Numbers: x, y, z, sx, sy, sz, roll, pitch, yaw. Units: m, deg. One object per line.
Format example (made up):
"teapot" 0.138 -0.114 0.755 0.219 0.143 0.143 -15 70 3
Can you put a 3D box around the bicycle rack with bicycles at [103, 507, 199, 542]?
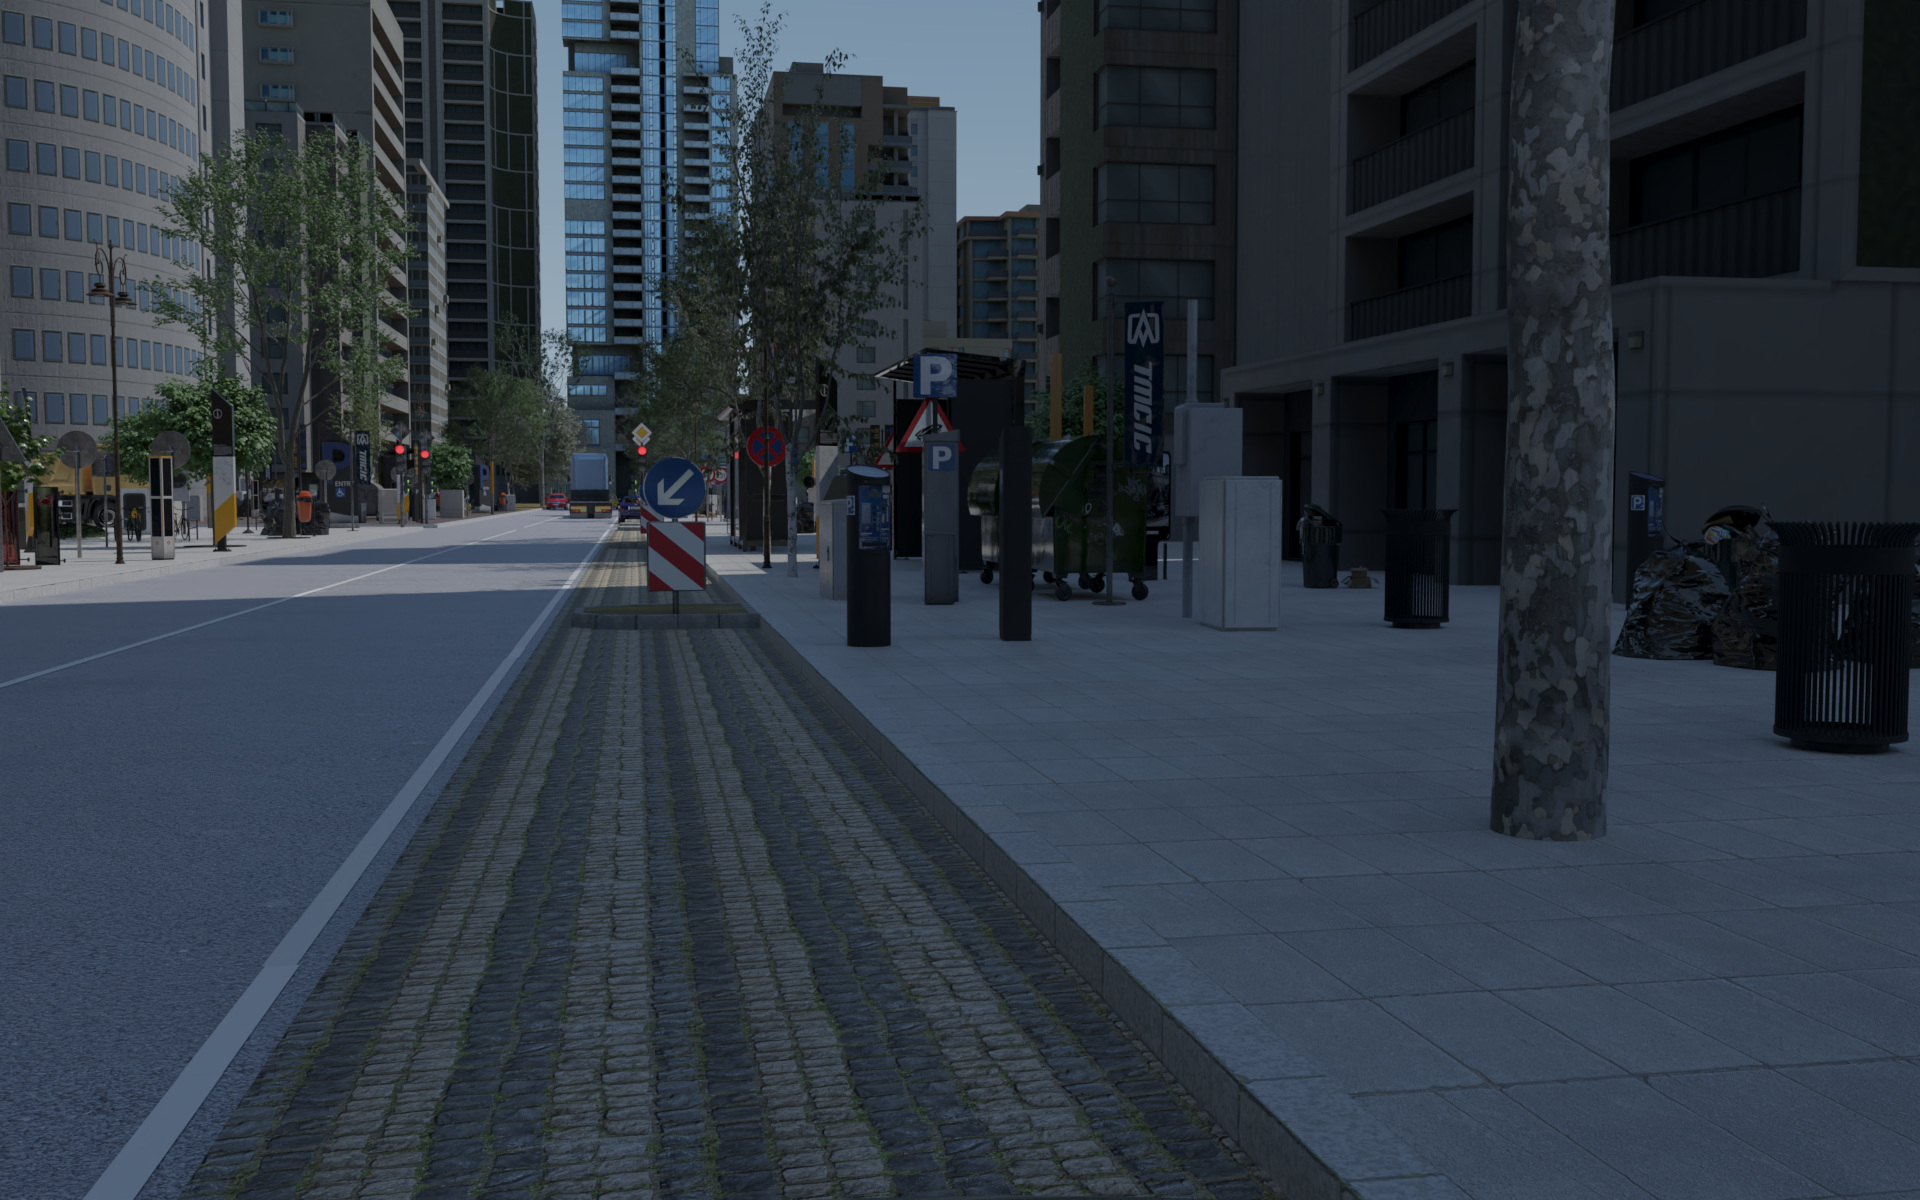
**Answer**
"bicycle rack with bicycles" -22.113 -2.081 47.398 2.852 0.926 2.925 -1 4 -16

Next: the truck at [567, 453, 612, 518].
"truck" -23.292 -7.293 108.997 2.967 4.110 18.799 -1 4 -12

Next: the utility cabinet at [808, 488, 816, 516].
"utility cabinet" -4.923 -3.330 63.119 1.173 1.500 0.318 1 4 18

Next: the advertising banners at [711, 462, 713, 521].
"advertising banners" -11.948 -5.332 83.364 0.090 3.025 2.074 -1 4 -8

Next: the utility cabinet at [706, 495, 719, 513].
"utility cabinet" -15.651 -6.021 109.602 0.306 1.237 1.020 2 4 24

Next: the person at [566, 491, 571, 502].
"person" -43.330 -11.265 192.689 1.348 1.823 0.705 1 4 10

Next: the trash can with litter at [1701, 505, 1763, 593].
"trash can with litter" 7.644 -0.372 17.477 0.624 1.170 1.055 0 4 2

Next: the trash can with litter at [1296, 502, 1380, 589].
"trash can with litter" 5.166 -0.753 23.691 1.055 1.170 0.624 0 4 1

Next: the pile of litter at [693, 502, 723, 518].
"pile of litter" -13.749 -4.909 94.226 1.719 0.858 1.176 2 4 33

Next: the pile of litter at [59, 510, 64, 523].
"pile of litter" -30.304 -2.724 58.506 1.176 0.858 1.719 -1 4 -23

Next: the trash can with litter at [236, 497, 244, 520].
"trash can with litter" -36.315 -4.553 85.495 1.678 1.210 2.233 2 4 30

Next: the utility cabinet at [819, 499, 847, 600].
"utility cabinet" -1.526 -0.625 21.376 0.306 1.237 1.020 -1 4 -14

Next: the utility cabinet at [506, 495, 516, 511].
"utility cabinet" -33.685 -7.215 129.125 1.020 1.237 0.306 -1 4 -22

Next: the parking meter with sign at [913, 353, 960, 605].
"parking meter with sign" -0.260 -1.498 20.753 0.543 3.016 1.738 0 4 -3

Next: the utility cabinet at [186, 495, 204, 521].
"utility cabinet" -36.219 -4.313 81.681 1.020 1.237 0.306 1 4 11

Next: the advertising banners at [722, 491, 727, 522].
"advertising banners" -10.608 -5.118 79.871 0.090 3.025 2.074 -2 4 -25

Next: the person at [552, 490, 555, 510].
"person" -37.585 -9.278 160.175 0.705 1.826 1.348 0 4 -8

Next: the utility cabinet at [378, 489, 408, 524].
"utility cabinet" -24.428 -4.036 74.668 1.173 1.500 0.318 -3 5 -43

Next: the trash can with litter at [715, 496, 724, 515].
"trash can with litter" -14.414 -5.708 104.718 0.624 1.170 1.055 1 4 15

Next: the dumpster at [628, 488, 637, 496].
"dumpster" -41.949 -13.410 224.203 1.985 2.255 1.502 -1 4 -9

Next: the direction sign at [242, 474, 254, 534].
"direction sign" -23.222 -3.939 56.401 0.379 3.537 0.876 -2 4 -29

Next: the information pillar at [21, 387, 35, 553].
"information pillar" -20.347 -2.841 37.807 0.183 3.616 0.504 -3 4 -38

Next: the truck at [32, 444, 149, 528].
"truck" -35.019 -4.364 67.274 9.791 3.379 3.469 -1 4 -10

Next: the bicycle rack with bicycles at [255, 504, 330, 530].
"bicycle rack with bicycles" -23.743 -2.935 61.364 2.852 0.926 2.925 -2 4 -30

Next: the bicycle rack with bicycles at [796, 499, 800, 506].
"bicycle rack with bicycles" -12.175 -6.831 125.061 2.925 0.926 2.852 3 5 39

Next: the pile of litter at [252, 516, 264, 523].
"pile of litter" -30.954 -3.906 77.828 1.719 0.858 1.176 -1 4 -14

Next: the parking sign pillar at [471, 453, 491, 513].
"parking sign pillar" -31.849 -7.765 115.427 1.447 3.967 1.447 1 4 17

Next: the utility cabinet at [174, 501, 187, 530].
"utility cabinet" -27.734 -3.206 61.098 0.318 1.500 1.173 0 4 2

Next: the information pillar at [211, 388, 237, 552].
"information pillar" -16.351 -2.881 38.457 0.504 3.616 0.183 0 4 6

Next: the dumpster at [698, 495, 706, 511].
"dumpster" -16.216 -6.158 106.440 1.264 1.857 1.865 -1 4 -10

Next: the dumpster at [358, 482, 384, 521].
"dumpster" -28.136 -4.688 82.403 1.264 1.857 1.865 -1 4 -11

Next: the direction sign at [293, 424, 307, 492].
"direction sign" -21.537 -3.945 56.495 0.876 3.537 0.379 3 5 39

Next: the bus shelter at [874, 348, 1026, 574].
"bus shelter" -0.261 -2.430 31.013 1.731 3.624 6.357 -1 4 -11

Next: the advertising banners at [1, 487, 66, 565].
"advertising banners" -17.190 -2.141 31.200 2.074 3.025 0.090 0 4 2

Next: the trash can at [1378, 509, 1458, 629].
"trash can" 4.394 -0.305 16.647 0.748 1.137 0.748 0 3 0

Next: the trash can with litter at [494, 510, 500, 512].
"trash can with litter" -32.888 -6.756 121.514 2.233 1.210 1.678 -3 5 -43

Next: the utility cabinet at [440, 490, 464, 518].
"utility cabinet" -26.722 -5.043 91.139 1.173 1.500 0.318 0 4 -2

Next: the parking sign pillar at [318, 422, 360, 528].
"parking sign pillar" -23.446 -4.702 65.345 1.447 3.967 1.447 -2 4 -33

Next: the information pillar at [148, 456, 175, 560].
"information pillar" -15.511 -1.783 33.650 0.304 2.012 0.304 1 4 17

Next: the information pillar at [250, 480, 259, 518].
"information pillar" -37.083 -5.295 91.068 0.304 2.012 0.304 -3 5 -43

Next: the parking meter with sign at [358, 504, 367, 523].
"parking meter with sign" -26.736 -4.866 75.821 0.543 3.016 1.738 1 4 20

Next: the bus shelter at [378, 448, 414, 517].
"bus shelter" -29.111 -6.078 90.652 1.731 3.624 6.357 -1 4 -11

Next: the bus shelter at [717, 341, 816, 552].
"bus shelter" -4.809 -3.974 42.607 2.179 5.291 8.768 -1 4 -10

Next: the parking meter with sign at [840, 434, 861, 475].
"parking meter with sign" -3.201 -3.254 49.461 0.543 3.016 1.738 0 4 3

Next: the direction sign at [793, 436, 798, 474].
"direction sign" -6.775 -4.627 67.651 0.876 3.537 0.379 -1 4 -13

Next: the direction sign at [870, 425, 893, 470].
"direction sign" -2.530 -3.950 56.574 0.876 3.537 0.379 1 4 23

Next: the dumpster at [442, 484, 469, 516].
"dumpster" -29.561 -6.043 101.293 1.502 2.255 1.985 -1 4 -11

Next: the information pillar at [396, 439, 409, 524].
"information pillar" -23.695 -5.030 73.590 0.504 3.616 0.183 -3 5 -39

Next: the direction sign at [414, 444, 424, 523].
"direction sign" -24.344 -5.257 77.953 0.379 3.537 0.876 1 4 9

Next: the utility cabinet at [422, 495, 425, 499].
"utility cabinet" -42.714 -7.759 138.015 0.306 1.237 1.020 0 4 -3

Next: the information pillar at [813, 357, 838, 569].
"information pillar" -2.305 -2.355 29.858 0.183 3.616 0.504 3 4 38

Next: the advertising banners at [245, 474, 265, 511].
"advertising banners" -40.829 -6.374 100.399 2.074 3.025 0.090 2 4 33
